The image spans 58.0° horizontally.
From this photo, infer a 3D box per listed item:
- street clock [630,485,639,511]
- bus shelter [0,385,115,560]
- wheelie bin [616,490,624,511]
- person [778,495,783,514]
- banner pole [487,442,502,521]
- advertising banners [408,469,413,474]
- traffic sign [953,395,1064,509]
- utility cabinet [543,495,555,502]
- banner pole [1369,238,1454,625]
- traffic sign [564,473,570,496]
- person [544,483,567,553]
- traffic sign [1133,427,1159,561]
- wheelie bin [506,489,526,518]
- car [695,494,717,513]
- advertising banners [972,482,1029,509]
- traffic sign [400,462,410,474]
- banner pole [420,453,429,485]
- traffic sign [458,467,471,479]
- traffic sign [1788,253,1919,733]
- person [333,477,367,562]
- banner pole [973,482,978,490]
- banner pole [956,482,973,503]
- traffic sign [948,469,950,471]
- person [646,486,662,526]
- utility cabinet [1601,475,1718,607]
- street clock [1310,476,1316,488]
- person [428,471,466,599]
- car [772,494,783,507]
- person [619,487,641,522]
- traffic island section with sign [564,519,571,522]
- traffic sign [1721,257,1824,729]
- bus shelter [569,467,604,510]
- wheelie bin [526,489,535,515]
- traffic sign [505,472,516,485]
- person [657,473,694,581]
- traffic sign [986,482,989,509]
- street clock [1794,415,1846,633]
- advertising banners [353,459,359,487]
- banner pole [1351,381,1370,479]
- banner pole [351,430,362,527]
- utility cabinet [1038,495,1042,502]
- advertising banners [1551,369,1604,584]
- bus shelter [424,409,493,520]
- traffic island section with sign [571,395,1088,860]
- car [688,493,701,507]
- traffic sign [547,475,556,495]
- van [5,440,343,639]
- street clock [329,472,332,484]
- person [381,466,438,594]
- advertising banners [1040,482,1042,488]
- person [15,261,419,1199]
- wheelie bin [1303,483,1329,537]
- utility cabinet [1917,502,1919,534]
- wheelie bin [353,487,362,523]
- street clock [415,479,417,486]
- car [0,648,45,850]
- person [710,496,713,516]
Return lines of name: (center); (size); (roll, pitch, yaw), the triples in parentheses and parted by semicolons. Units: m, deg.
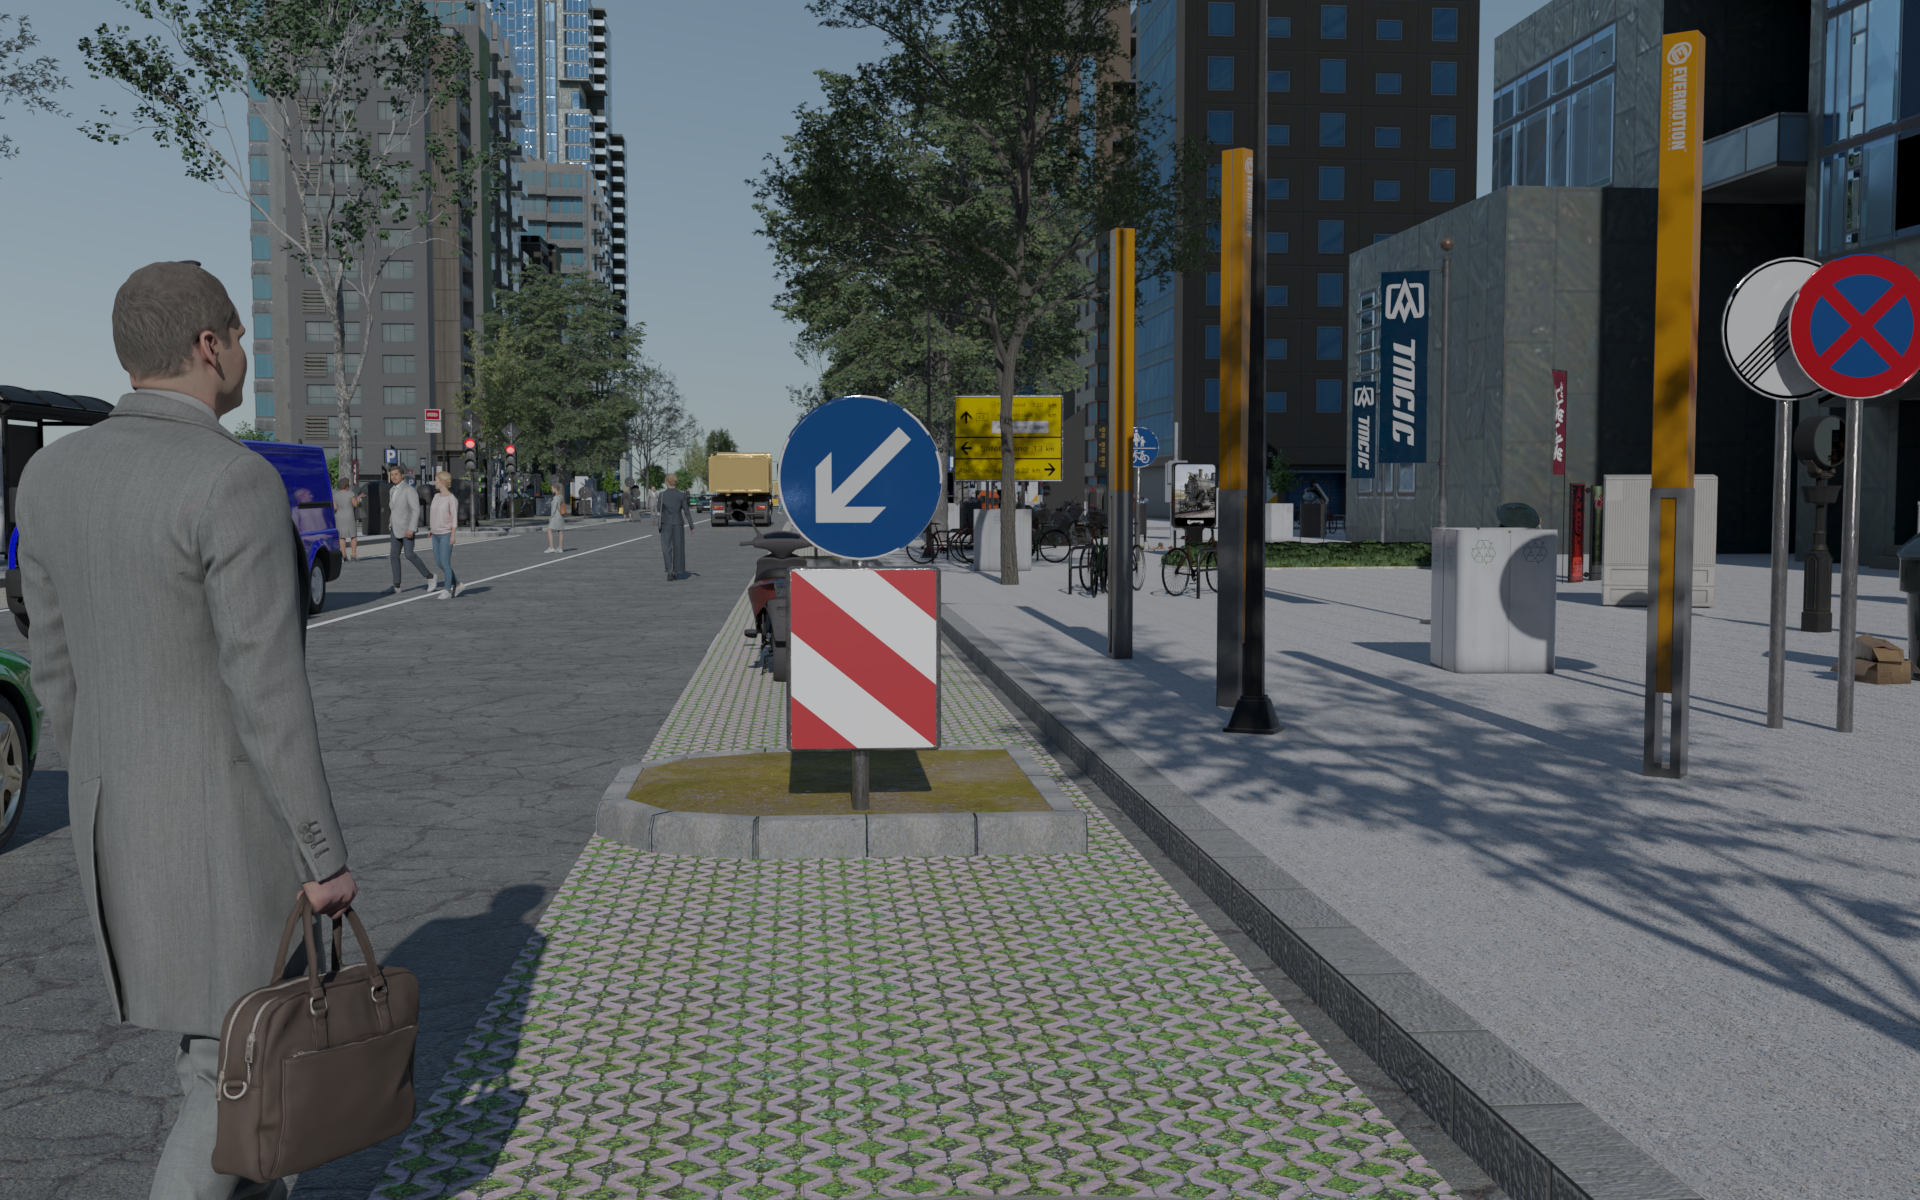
street clock: (-25.699, -8.126, 137.432); (0.471, 2.002, 0.358); (-2, 4, -24)
bus shelter: (-17.860, -2.395, 33.077); (2.014, 3.302, 5.546); (0, 4, -5)
wheelie bin: (-25.859, -7.611, 132.347); (0.693, 1.594, 0.980); (-3, 4, -36)
person: (-13.116, -7.160, 126.405); (0.643, 1.720, 0.563); (-3, 4, -37)
banner pole: (-22.416, -5.714, 83.433); (0.401, 3.779, 0.863); (3, 5, 44)
advertising banners: (-39.365, -7.696, 122.011); (2.074, 3.025, 0.090); (1, 4, 21)
traffic sign: (0.990, -2.552, 35.605); (2.265, 3.308, 0.079); (0, 4, 4)
utility cabinet: (-26.142, -6.056, 110.170); (0.306, 1.237, 1.020); (1, 4, 16)
banner pole: (4.539, -1.657, 17.104); (0.863, 3.779, 0.401); (1, 4, 21)
traffic sign: (-24.118, -6.447, 105.518); (0.768, 2.556, 0.104); (0, 4, 3)
person: (-9.888, -2.018, 42.497); (0.522, 1.701, 0.512); (0, 4, 8)
traffic sign: (3.393, -2.010, 32.967); (0.768, 2.556, 0.104); (0, 4, -2)
wheelie bin: (-23.612, -5.123, 91.664); (0.693, 1.594, 0.980); (-2, 4, -33)
car: (-18.977, -7.405, 130.853); (2.009, 1.686, 4.222); (0, 4, -5)
advertising banners: (1.408, -3.722, 57.040); (2.074, 3.025, 0.090); (1, 4, 18)
traffic sign: (-22.509, -4.284, 70.047); (0.884, 2.594, 0.081); (0, 4, 0)
banner pole: (-32.294, -7.009, 104.618); (0.401, 3.779, 0.863); (2, 4, 28)
traffic sign: (-22.722, -4.873, 79.777); (0.768, 2.556, 0.104); (0, 3, 0)
traffic sign: (4.771, -0.560, 9.264); (0.768, 2.556, 0.104); (0, 4, 1)
person: (-12.882, -1.704, 36.714); (0.716, 1.782, 0.532); (1, 4, 10)
banner pole: (0.764, -6.210, 91.551); (0.401, 3.779, 0.863); (-3, 5, -40)
banner pole: (0.005, -4.291, 60.169); (0.401, 3.779, 0.863); (-1, 4, -21)
traffic sign: (-0.782, -5.002, 81.888); (0.768, 2.556, 0.104); (0, 4, -2)
person: (-13.913, -4.289, 78.740); (0.709, 1.813, 0.853); (-3, 4, -36)
utility cabinet: (7.925, -0.671, 19.651); (1.173, 1.500, 0.318); (1, 4, 16)
street clock: (14.482, -4.072, 71.147); (0.358, 2.002, 0.471); (1, 4, 12)
person: (-7.032, -0.891, 23.735); (0.731, 1.740, 0.598); (2, 4, 30)
car: (-18.243, -9.927, 172.525); (2.015, 1.641, 3.980); (0, 4, -5)
person: (-16.813, -4.855, 88.094); (0.699, 1.804, 1.509); (-2, 4, -31)
traffic island section with sign: (-19.145, -4.881, 88.435); (1.989, 1.847, 2.006); (0, 4, -5)
traffic sign: (4.470, -0.570, 9.422); (0.768, 2.556, 0.104); (0, 4, -4)
bus shelter: (-28.908, -8.592, 134.409); (2.014, 3.302, 5.546); (0, 4, -5)
wheelie bin: (-26.833, -6.112, 107.837); (0.693, 1.594, 0.980); (2, 4, 29)
traffic sign: (-21.906, -5.115, 84.814); (0.795, 2.450, 0.064); (0, 4, 2)
person: (-4.724, -1.207, 28.650); (0.576, 1.772, 0.534); (-2, 4, -34)
traffic sign: (0.603, -2.322, 38.075); (0.768, 2.556, 0.104); (0, 4, 2)
street clock: (7.969, -0.703, 16.057); (0.471, 2.002, 0.358); (-1, 4, -23)
advertising banners: (-29.314, -5.453, 85.341); (2.074, 3.025, 0.090); (3, 4, 37)
banner pole: (8.038, -2.679, 33.824); (0.863, 3.779, 0.401); (2, 4, 26)
banner pole: (-23.711, -4.741, 67.528); (0.863, 3.779, 0.401); (1, 4, 20)
utility cabinet: (5.090, -5.853, 106.854); (0.306, 1.237, 1.020); (2, 4, 33)
advertising banners: (8.951, -1.766, 25.062); (0.090, 3.025, 2.074); (3, 5, 41)
bus shelter: (-24.296, -6.515, 84.148); (2.179, 5.291, 8.768); (0, 4, -5)
traffic island section with sign: (-0.569, 0.056, 7.710); (1.989, 1.847, 2.006); (0, 4, -5)
car: (-26.419, -10.015, 172.534); (1.959, 1.807, 4.718); (0, 4, -5)
traffic sign: (-26.603, -6.922, 113.273); (0.768, 2.556, 0.104); (0, 4, 5)
van: (-8.469, -0.892, 18.965); (2.240, 2.365, 5.245); (0, 4, -4)
street clock: (-20.864, -3.207, 56.997); (0.358, 2.002, 0.471); (1, 4, 10)
person: (-8.019, -1.027, 25.134); (0.661, 1.843, 0.795); (3, 5, 41)
advertising banners: (3.091, -4.762, 74.054); (0.090, 3.025, 2.074); (-3, 4, -37)
person: (-1.236, 0.348, 2.908); (0.694, 1.812, 0.767); (2, 4, 28)
wheelie bin: (10.594, -2.672, 51.596); (0.693, 1.594, 0.980); (1, 4, 20)
utility cabinet: (11.425, -0.517, 19.611); (0.306, 1.237, 1.020); (-3, 5, -41)
wheelie bin: (-27.102, -4.286, 77.986); (0.980, 1.594, 0.693); (2, 4, 35)
street clock: (-23.185, -4.193, 73.121); (0.471, 2.002, 0.358); (1, 4, 19)
car: (-4.550, 0.211, 5.339); (1.959, 1.807, 4.718); (0, 4, -5)
person: (-15.543, -5.864, 108.628); (0.306, 1.304, 0.590); (-1, 4, -15)
